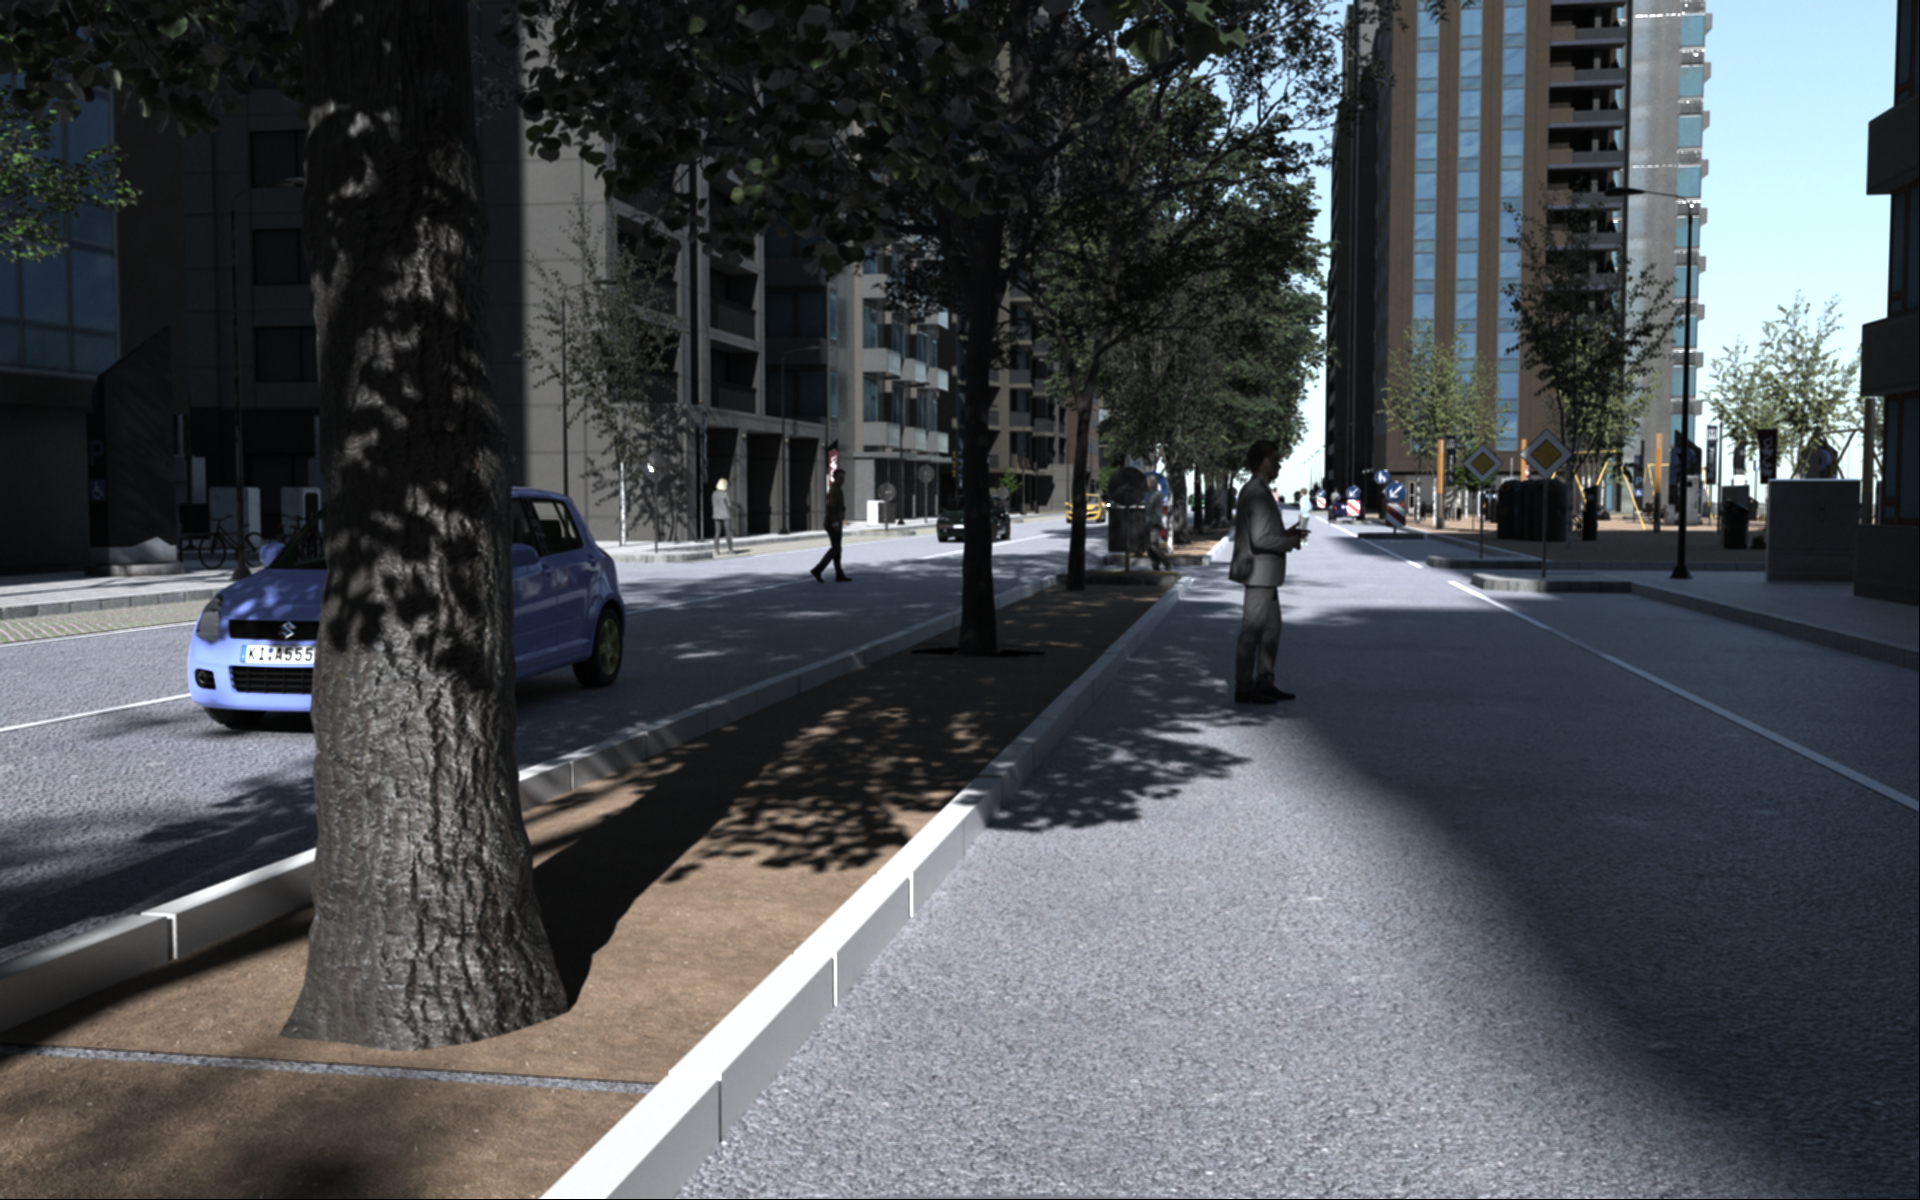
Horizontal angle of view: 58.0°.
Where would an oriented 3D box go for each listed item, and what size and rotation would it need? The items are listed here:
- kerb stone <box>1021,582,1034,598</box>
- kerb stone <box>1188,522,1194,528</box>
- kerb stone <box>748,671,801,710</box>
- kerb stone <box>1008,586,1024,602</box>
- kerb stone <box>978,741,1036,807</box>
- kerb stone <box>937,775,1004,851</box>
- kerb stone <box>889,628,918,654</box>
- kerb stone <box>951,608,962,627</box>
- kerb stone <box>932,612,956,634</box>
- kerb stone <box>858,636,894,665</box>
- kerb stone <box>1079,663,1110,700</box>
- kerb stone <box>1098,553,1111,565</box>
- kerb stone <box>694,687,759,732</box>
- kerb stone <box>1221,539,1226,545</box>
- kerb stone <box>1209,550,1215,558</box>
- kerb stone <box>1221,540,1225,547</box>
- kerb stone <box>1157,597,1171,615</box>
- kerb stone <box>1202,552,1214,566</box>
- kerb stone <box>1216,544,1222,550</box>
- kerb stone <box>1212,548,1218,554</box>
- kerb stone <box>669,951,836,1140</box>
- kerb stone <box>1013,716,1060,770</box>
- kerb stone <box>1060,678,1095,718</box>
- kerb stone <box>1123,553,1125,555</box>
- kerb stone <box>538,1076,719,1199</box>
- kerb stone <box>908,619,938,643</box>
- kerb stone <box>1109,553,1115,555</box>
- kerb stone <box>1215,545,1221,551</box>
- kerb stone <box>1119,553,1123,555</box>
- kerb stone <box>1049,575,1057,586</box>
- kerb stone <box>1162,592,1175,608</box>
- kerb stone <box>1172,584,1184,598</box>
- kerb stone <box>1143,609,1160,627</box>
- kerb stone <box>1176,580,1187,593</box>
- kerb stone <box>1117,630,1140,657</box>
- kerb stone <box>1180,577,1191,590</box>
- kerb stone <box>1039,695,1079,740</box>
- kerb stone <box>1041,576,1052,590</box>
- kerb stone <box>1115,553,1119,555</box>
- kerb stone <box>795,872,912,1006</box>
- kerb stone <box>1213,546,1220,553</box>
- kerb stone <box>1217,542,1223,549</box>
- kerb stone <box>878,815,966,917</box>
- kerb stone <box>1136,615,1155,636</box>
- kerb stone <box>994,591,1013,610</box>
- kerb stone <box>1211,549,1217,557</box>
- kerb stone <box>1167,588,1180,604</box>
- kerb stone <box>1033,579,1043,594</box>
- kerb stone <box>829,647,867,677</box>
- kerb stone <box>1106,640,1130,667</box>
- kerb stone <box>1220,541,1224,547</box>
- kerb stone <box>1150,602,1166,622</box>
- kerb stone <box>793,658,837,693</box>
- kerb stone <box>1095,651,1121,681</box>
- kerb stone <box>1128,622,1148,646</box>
[{"bbox_3d":[0.864,-0.108,23.969,0.120,0.150,1.000,1,4,10],"label":"kerb stone"},{"bbox_3d":[10.308,-3.347,76.966,0.120,0.150,1.000,1,4,10],"label":"kerb stone"},{"bbox_3d":[-1.300,0.633,11.848,0.120,0.150,1.000,1,4,10],"label":"kerb stone"},{"bbox_3d":[0.684,-0.047,22.962,0.120,0.150,1.000,1,4,10],"label":"kerb stone"},{"bbox_3d":[0.228,0.844,8.398,0.120,0.150,1.000,1,4,10],"label":"kerb stone"},{"bbox_3d":[0.042,0.912,7.377,0.120,0.150,1.000,1,4,10],"label":"kerb stone"},{"bbox_3d":[-0.568,0.392,15.885,0.120,0.150,1.000,1,4,10],"label":"kerb stone"},{"bbox_3d":[-0.034,0.201,18.909,0.120,0.150,1.000,1,4,10],"label":"kerb stone"},{"bbox_3d":[-0.219,0.263,17.900,0.120,0.150,1.000,1,4,10],"label":"kerb stone"},{"bbox_3d":[-0.750,0.452,14.875,0.120,0.150,1.000,1,4,10],"label":"kerb stone"},{"bbox_3d":[0.953,0.596,12.454,0.120,0.150,1.000,1,4,10],"label":"kerb stone"},{"bbox_3d":[2.939,-0.819,35.589,0.120,0.150,1.000,1,4,10],"label":"kerb stone"},{"bbox_3d":[-1.475,0.695,10.839,0.120,0.150,1.000,1,4,10],"label":"kerb stone"},{"bbox_3d":[6.977,-1.475,46.306,0.120,0.150,1.000,1,4,10],"label":"kerb stone"},{"bbox_3d":[5.359,-0.919,37.214,0.120,0.150,1.000,1,4,10],"label":"kerb stone"},{"bbox_3d":[6.798,-1.410,45.300,0.120,0.150,1.000,1,4,10],"label":"kerb stone"},{"bbox_3d":[2.388,0.102,20.532,0.120,0.150,1.000,1,4,10],"label":"kerb stone"},{"bbox_3d":[5.180,-0.857,36.204,0.120,0.150,1.000,1,4,10],"label":"kerb stone"},{"bbox_3d":[6.258,-1.228,42.270,0.120,0.150,1.000,1,4,10],"label":"kerb stone"},{"bbox_3d":[5.725,-1.042,39.248,0.120,0.150,1.000,1,4,10],"label":"kerb stone"},{"bbox_3d":[-0.500,1.093,4.334,0.120,0.150,1.000,1,4,10],"label":"kerb stone"},{"bbox_3d":[0.410,0.782,9.413,0.120,0.150,1.000,1,4,10],"label":"kerb stone"},{"bbox_3d":[0.766,0.658,11.438,0.120,0.150,1.000,1,4,10],"label":"kerb stone"},{"bbox_3d":[3.651,-1.062,39.615,0.120,0.150,1.000,1,4,10],"label":"kerb stone"},{"bbox_3d":[-0.677,1.156,3.327,0.120,0.150,1.000,1,4,10],"label":"kerb stone"},{"bbox_3d":[-0.391,0.324,16.892,0.120,0.150,1.000,1,4,10],"label":"kerb stone"},{"bbox_3d":[3.116,-0.878,36.596,0.120,0.150,1.000,1,4,10],"label":"kerb stone"},{"bbox_3d":[6.077,-1.163,41.264,0.120,0.150,1.000,1,4,10],"label":"kerb stone"},{"bbox_3d":[3.478,-1.004,38.607,0.120,0.150,1.000,1,4,10],"label":"kerb stone"},{"bbox_3d":[1.406,-0.293,26.987,0.120,0.150,1.000,1,4,10],"label":"kerb stone"},{"bbox_3d":[2.560,0.042,21.541,0.120,0.150,1.000,1,4,10],"label":"kerb stone"},{"bbox_3d":[2.926,-0.084,23.562,0.120,0.150,1.000,1,4,10],"label":"kerb stone"},{"bbox_3d":[2.025,0.227,18.520,0.120,0.150,1.000,1,4,10],"label":"kerb stone"},{"bbox_3d":[3.105,-0.143,24.584,0.120,0.150,1.000,1,4,10],"label":"kerb stone"},{"bbox_3d":[1.486,0.410,15.492,0.120,0.150,1.000,1,4,10],"label":"kerb stone"},{"bbox_3d":[3.291,-0.208,25.592,0.120,0.150,1.000,1,4,10],"label":"kerb stone"},{"bbox_3d":[0.586,0.720,10.431,0.120,0.150,1.000,1,4,10],"label":"kerb stone"},{"bbox_3d":[1.215,-0.228,25.983,0.120,0.150,1.000,1,4,10],"label":"kerb stone"},{"bbox_3d":[3.284,-0.942,37.604,0.120,0.150,1.000,1,4,10],"label":"kerb stone"},{"bbox_3d":[-0.318,1.031,5.345,0.120,0.150,1.000,1,4,10],"label":"kerb stone"},{"bbox_3d":[5.903,-1.103,40.257,0.120,0.150,1.000,1,4,10],"label":"kerb stone"},{"bbox_3d":[6.439,-1.285,43.277,0.120,0.150,1.000,1,4,10],"label":"kerb stone"},{"bbox_3d":[-0.133,0.968,6.370,0.120,0.150,1.000,1,4,10],"label":"kerb stone"},{"bbox_3d":[1.848,0.287,17.510,0.120,0.150,1.000,1,4,10],"label":"kerb stone"},{"bbox_3d":[0.508,0.015,21.952,0.120,0.150,1.000,1,4,10],"label":"kerb stone"},{"bbox_3d":[5.539,-0.981,38.229,0.120,0.150,1.000,1,4,10],"label":"kerb stone"},{"bbox_3d":[2.739,-0.022,22.550,0.120,0.150,1.000,1,4,10],"label":"kerb stone"},{"bbox_3d":[1.042,-0.167,24.976,0.120,0.150,1.000,1,4,10],"label":"kerb stone"},{"bbox_3d":[-0.939,0.517,13.867,0.120,0.150,1.000,1,4,10],"label":"kerb stone"},{"bbox_3d":[1.302,0.473,14.474,0.120,0.150,1.000,1,4,10],"label":"kerb stone"},{"bbox_3d":[6.619,-1.351,44.293,0.120,0.150,1.000,1,4,10],"label":"kerb stone"},{"bbox_3d":[2.207,0.163,19.526,0.120,0.150,1.000,1,4,10],"label":"kerb stone"},{"bbox_3d":[-1.113,0.574,12.856,0.120,0.150,1.000,1,4,10],"label":"kerb stone"},{"bbox_3d":[1.130,0.538,13.462,0.120,0.150,1.000,1,4,10],"label":"kerb stone"},{"bbox_3d":[1.669,0.348,16.504,0.120,0.150,1.000,1,4,10],"label":"kerb stone"}]
